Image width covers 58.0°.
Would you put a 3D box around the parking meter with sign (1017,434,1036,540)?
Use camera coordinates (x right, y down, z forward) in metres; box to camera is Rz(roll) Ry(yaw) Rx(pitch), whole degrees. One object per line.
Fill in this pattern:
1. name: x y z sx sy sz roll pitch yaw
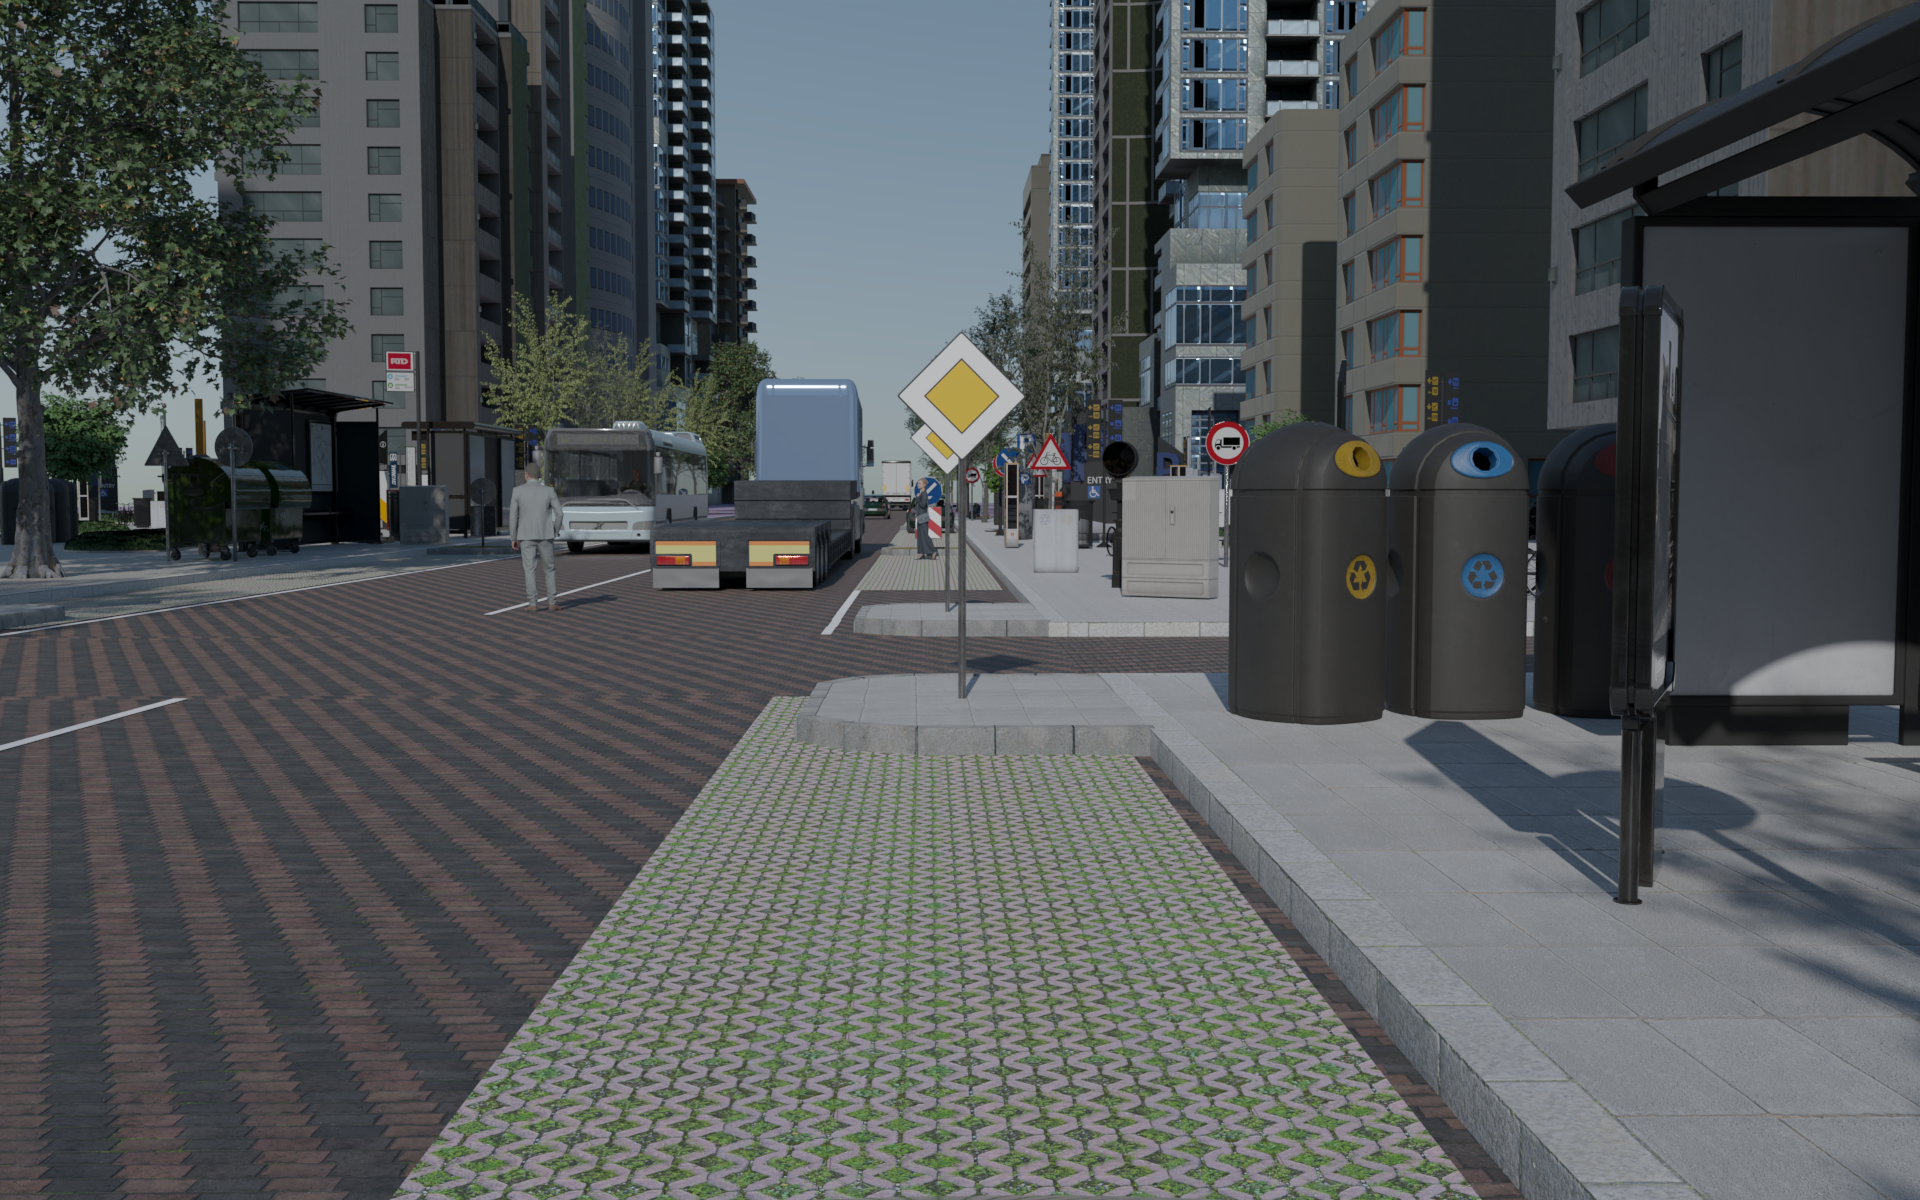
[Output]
1. parking meter with sign: 1.841 -3.242 49.270 0.543 3.016 1.738 0 4 5

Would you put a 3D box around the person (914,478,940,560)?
1. person: -0.757 -1.748 37.509 0.534 1.772 0.576 -2 4 -24

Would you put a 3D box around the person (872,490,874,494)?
1. person: -6.507 -7.385 129.963 1.217 1.735 0.721 0 4 6

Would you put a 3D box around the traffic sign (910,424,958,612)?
1. traffic sign: -0.139 -0.927 18.796 0.795 2.450 0.064 0 4 -1

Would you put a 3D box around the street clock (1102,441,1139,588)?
1. street clock: 2.187 -1.169 23.679 0.471 2.002 0.358 1 4 17

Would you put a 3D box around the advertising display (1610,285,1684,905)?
1. advertising display: 2.287 -0.034 5.764 0.123 1.923 0.974 2 4 26

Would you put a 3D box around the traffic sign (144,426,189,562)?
1. traffic sign: -15.062 -2.011 32.882 0.884 2.594 0.081 0 4 5

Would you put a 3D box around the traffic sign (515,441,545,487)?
1. traffic sign: -16.010 -4.435 66.384 2.265 3.308 0.079 0 4 3

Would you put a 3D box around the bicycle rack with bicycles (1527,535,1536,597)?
1. bicycle rack with bicycles: 7.736 -0.459 20.893 2.852 0.926 2.925 -3 5 -43

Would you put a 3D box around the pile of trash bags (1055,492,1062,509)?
1. pile of trash bags: 4.634 -3.593 68.502 1.912 1.369 3.447 2 4 30

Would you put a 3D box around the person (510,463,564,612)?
1. person: -5.157 -0.765 21.108 0.635 1.810 0.391 -2 4 -24

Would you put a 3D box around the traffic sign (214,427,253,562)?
1. traffic sign: -13.797 -2.005 32.894 0.768 2.556 0.104 0 4 7

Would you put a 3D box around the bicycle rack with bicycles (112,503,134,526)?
1. bicycle rack with bicycles: -33.064 -3.458 69.926 2.852 0.926 2.925 0 4 8

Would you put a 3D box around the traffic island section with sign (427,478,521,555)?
1. traffic island section with sign: -11.539 -2.015 41.574 1.989 1.847 2.006 0 4 -1

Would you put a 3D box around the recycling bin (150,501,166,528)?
1. recycling bin: -28.295 -3.006 61.705 0.722 1.027 0.722 1 4 19

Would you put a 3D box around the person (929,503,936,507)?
1. person: -1.005 -2.601 53.629 0.523 1.515 0.503 -1 4 -21

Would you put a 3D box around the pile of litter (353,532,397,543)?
1. pile of litter: -15.495 -1.944 45.750 1.176 0.858 1.719 -1 4 -9

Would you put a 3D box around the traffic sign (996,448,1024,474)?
1. traffic sign: 1.365 -2.902 47.561 0.768 2.556 0.104 0 4 7

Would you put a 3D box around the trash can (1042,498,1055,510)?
1. trash can: 3.319 -2.896 58.997 0.748 1.137 0.748 0 3 0

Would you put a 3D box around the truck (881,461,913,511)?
1. truck: -5.481 -9.902 150.814 2.839 4.237 11.283 0 4 -1

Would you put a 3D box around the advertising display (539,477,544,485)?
1. advertising display: -15.544 -3.707 65.821 0.974 1.923 0.123 -1 4 -16

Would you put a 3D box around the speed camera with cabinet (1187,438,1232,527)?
1. speed camera with cabinet: 8.731 -4.063 60.768 2.038 3.252 0.660 1 4 18

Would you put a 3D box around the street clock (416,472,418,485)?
1. street clock: -17.579 -3.138 55.880 0.358 2.002 0.471 -1 4 -23

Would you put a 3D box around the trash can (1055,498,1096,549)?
1. trash can: 2.812 -1.771 40.610 0.748 1.137 0.748 0 3 0

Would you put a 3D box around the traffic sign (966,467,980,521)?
1. traffic sign: 0.575 -5.067 82.958 0.768 2.556 0.104 0 4 1

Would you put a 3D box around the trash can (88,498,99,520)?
1. trash can: -31.883 -3.164 63.380 0.748 1.137 0.748 0 3 0

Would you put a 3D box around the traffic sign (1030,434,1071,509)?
1. traffic sign: 1.967 -2.296 37.550 0.884 2.594 0.081 0 4 7

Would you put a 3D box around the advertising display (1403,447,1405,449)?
1. advertising display: 6.280 -1.165 24.264 0.123 1.923 0.974 1 4 18

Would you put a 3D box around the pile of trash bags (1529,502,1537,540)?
1. pile of trash bags: 15.063 -2.369 48.493 3.447 1.369 1.912 0 4 4

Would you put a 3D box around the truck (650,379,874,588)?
1. truck: -3.484 -2.749 34.700 2.967 4.110 18.799 0 4 -1

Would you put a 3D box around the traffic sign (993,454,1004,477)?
1. traffic sign: 1.350 -3.134 51.348 0.768 2.556 0.104 0 4 6

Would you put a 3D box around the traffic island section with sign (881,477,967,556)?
1. traffic island section with sign: -0.859 -1.969 40.825 1.989 1.847 2.006 0 4 -1

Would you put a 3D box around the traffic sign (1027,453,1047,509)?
1. traffic sign: 2.299 -3.286 53.724 0.884 2.594 0.081 0 4 0

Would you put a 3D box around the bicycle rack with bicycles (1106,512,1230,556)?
1. bicycle rack with bicycles: 4.351 -1.298 34.602 2.852 0.926 2.925 -1 4 -9

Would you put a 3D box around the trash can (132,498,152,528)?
1. trash can: -31.093 -3.316 65.866 0.748 1.137 0.748 0 3 0

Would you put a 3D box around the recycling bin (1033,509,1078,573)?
1. recycling bin: 1.570 -0.976 28.505 0.722 1.027 0.722 0 4 1

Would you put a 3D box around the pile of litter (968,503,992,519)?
1. pile of litter: 1.092 -4.611 89.357 1.176 0.858 1.719 3 5 45

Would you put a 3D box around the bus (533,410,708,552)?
1. bus: -8.669 -3.129 46.012 2.948 3.499 13.247 0 4 -2

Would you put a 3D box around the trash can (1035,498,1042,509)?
1. trash can: 3.092 -3.124 62.727 0.748 1.137 0.748 0 3 0

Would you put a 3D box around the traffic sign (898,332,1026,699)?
1. traffic sign: 0.010 -0.438 10.812 0.795 2.450 0.064 0 4 -1

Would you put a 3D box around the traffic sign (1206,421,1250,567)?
1. traffic sign: 4.661 -1.845 30.264 0.768 2.556 0.104 0 4 -1
